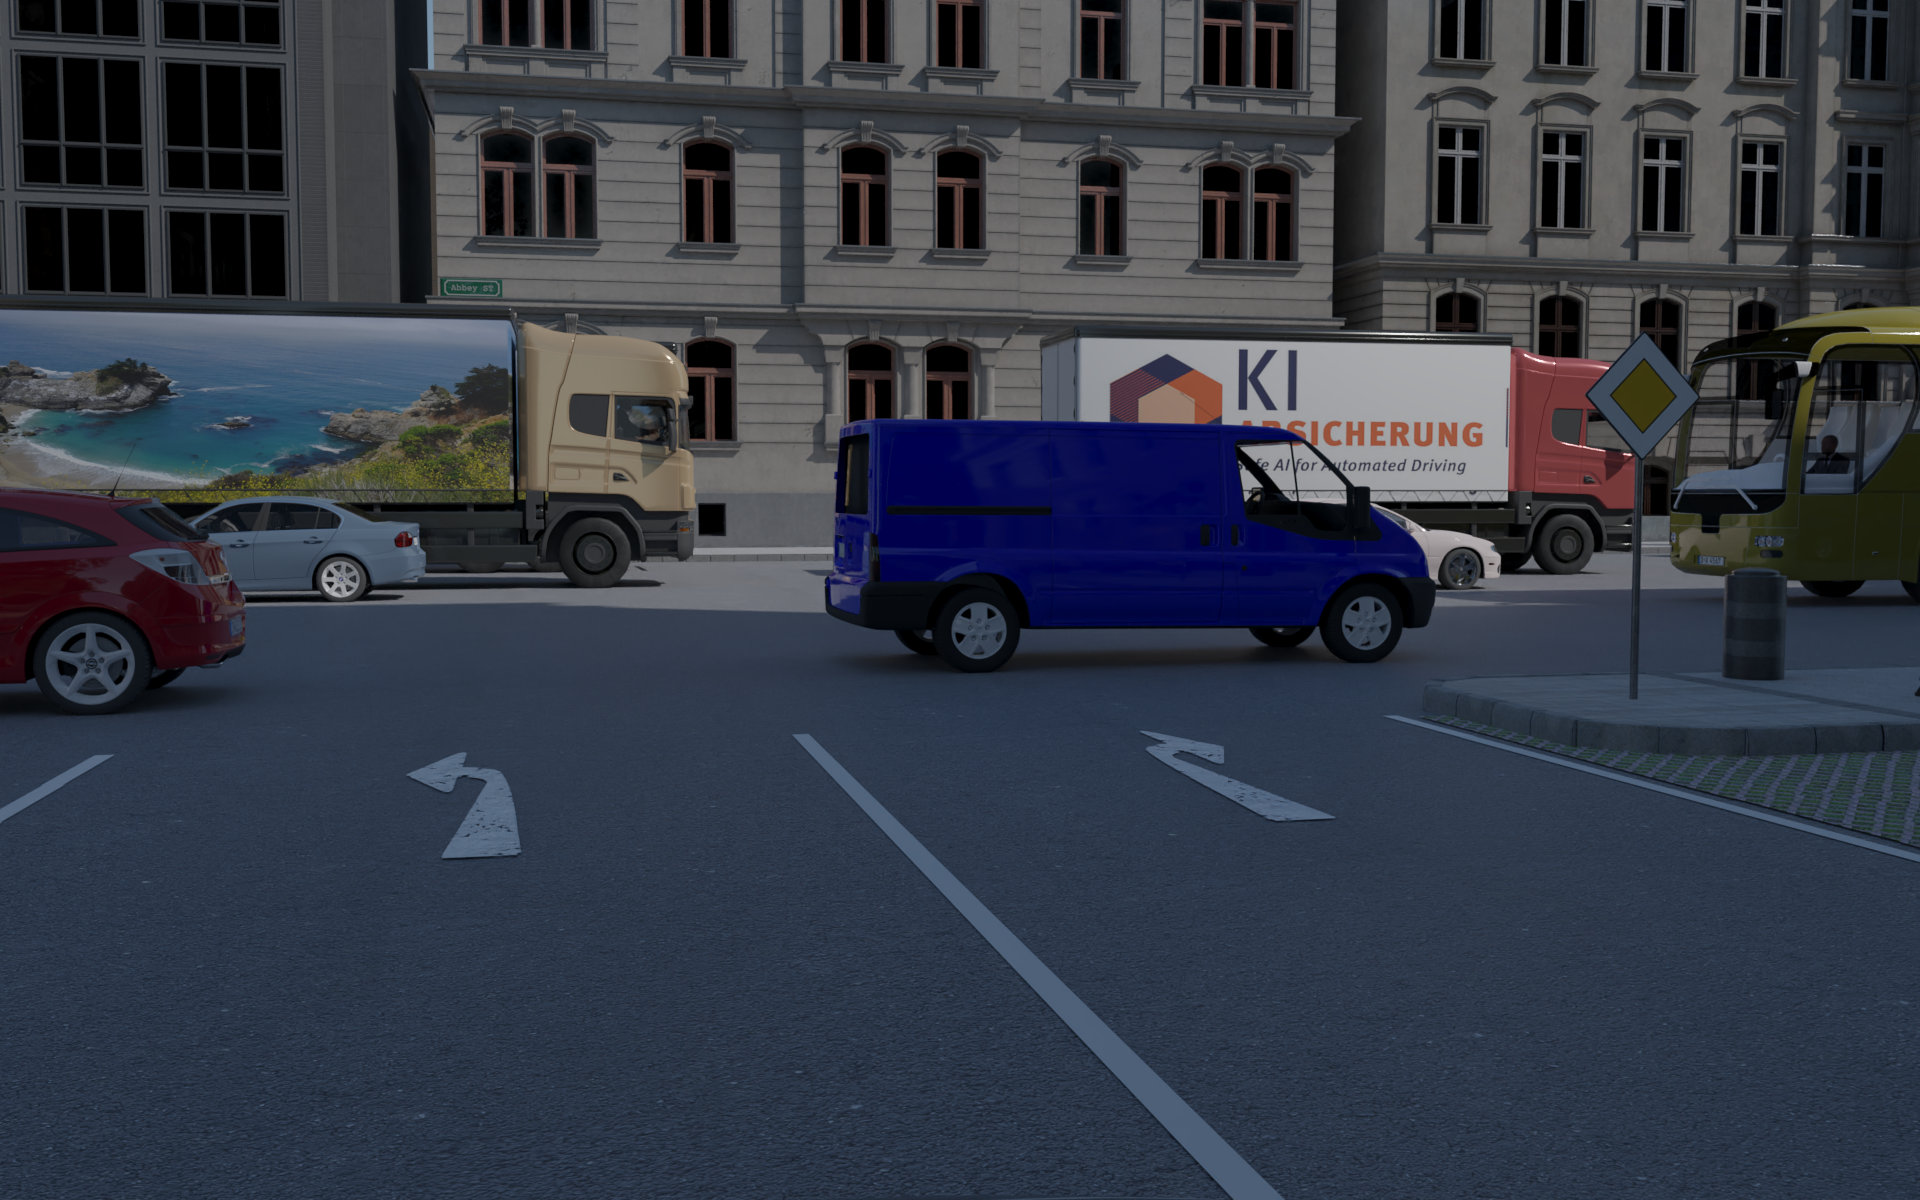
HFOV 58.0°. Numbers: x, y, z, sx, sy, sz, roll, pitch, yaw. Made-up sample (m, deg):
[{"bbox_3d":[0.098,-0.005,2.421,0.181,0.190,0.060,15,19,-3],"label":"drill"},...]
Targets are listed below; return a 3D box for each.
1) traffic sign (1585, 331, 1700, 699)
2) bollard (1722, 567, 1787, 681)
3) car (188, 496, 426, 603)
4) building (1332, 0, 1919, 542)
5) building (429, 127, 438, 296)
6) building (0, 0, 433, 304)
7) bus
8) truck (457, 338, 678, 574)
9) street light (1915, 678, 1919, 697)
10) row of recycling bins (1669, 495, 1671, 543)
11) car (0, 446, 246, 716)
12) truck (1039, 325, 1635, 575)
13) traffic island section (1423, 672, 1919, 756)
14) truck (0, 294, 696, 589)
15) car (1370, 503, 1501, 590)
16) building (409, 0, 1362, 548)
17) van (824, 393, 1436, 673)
[{"bbox_3d":[4.214,-0.436,10.779,0.795,2.450,0.064,-1,4,-13],"label":"traffic sign"},{"bbox_3d":[5.543,0.161,12.082,0.404,0.777,0.398,0,3,0],"label":"bollard"},{"bbox_3d":[-9.577,-0.697,23.404,4.499,1.417,2.014,-1,4,-12],"label":"car"},{"bbox_3d":[26.155,-14.292,52.763,34.723,24.649,14.460,-1,4,-13],"label":"building"},{"bbox_3d":[-63.299,-33.347,195.332,14.200,45.320,14.600,-1,4,-13],"label":"building"},{"bbox_3d":[-25.278,-15.088,40.203,24.014,27.812,14.314,-1,4,-13],"label":"building"},{"bbox_3d":[15.605,-1.975,23.845,12.252,3.916,2.896,-1,4,-11],"label":"bus"},{"bbox_3d":[-10.930,-2.614,31.647,11.283,4.237,2.839,-1,4,-15],"label":"truck"},{"bbox_3d":[6.162,-2.326,10.815,0.468,5.910,1.993,-1,4,-13],"label":"street light"},{"bbox_3d":[19.613,-2.229,43.552,3.534,1.692,1.069,-1,4,-10],"label":"row of recycling bins"},{"bbox_3d":[-7.229,-0.158,11.629,4.494,1.783,2.155,-1,4,-14],"label":"car"},{"bbox_3d":[7.160,-2.571,30.954,11.283,4.237,2.839,-1,4,-12],"label":"truck"},{"bbox_3d":[4.235,0.698,10.861,2.009,0.180,2.903,-1,4,-13],"label":"traffic island section"},{"bbox_3d":[-9.109,-2.298,26.488,11.283,4.237,2.839,-1,4,-13],"label":"truck"},{"bbox_3d":[5.849,-0.853,26.311,4.827,1.381,2.083,-1,4,-14],"label":"car"},{"bbox_3d":[-2.550,-15.907,47.467,23.554,28.519,14.401,-1,4,-13],"label":"building"},{"bbox_3d":[1.521,-0.653,15.063,5.245,2.365,2.240,-1,4,-14],"label":"van"}]
